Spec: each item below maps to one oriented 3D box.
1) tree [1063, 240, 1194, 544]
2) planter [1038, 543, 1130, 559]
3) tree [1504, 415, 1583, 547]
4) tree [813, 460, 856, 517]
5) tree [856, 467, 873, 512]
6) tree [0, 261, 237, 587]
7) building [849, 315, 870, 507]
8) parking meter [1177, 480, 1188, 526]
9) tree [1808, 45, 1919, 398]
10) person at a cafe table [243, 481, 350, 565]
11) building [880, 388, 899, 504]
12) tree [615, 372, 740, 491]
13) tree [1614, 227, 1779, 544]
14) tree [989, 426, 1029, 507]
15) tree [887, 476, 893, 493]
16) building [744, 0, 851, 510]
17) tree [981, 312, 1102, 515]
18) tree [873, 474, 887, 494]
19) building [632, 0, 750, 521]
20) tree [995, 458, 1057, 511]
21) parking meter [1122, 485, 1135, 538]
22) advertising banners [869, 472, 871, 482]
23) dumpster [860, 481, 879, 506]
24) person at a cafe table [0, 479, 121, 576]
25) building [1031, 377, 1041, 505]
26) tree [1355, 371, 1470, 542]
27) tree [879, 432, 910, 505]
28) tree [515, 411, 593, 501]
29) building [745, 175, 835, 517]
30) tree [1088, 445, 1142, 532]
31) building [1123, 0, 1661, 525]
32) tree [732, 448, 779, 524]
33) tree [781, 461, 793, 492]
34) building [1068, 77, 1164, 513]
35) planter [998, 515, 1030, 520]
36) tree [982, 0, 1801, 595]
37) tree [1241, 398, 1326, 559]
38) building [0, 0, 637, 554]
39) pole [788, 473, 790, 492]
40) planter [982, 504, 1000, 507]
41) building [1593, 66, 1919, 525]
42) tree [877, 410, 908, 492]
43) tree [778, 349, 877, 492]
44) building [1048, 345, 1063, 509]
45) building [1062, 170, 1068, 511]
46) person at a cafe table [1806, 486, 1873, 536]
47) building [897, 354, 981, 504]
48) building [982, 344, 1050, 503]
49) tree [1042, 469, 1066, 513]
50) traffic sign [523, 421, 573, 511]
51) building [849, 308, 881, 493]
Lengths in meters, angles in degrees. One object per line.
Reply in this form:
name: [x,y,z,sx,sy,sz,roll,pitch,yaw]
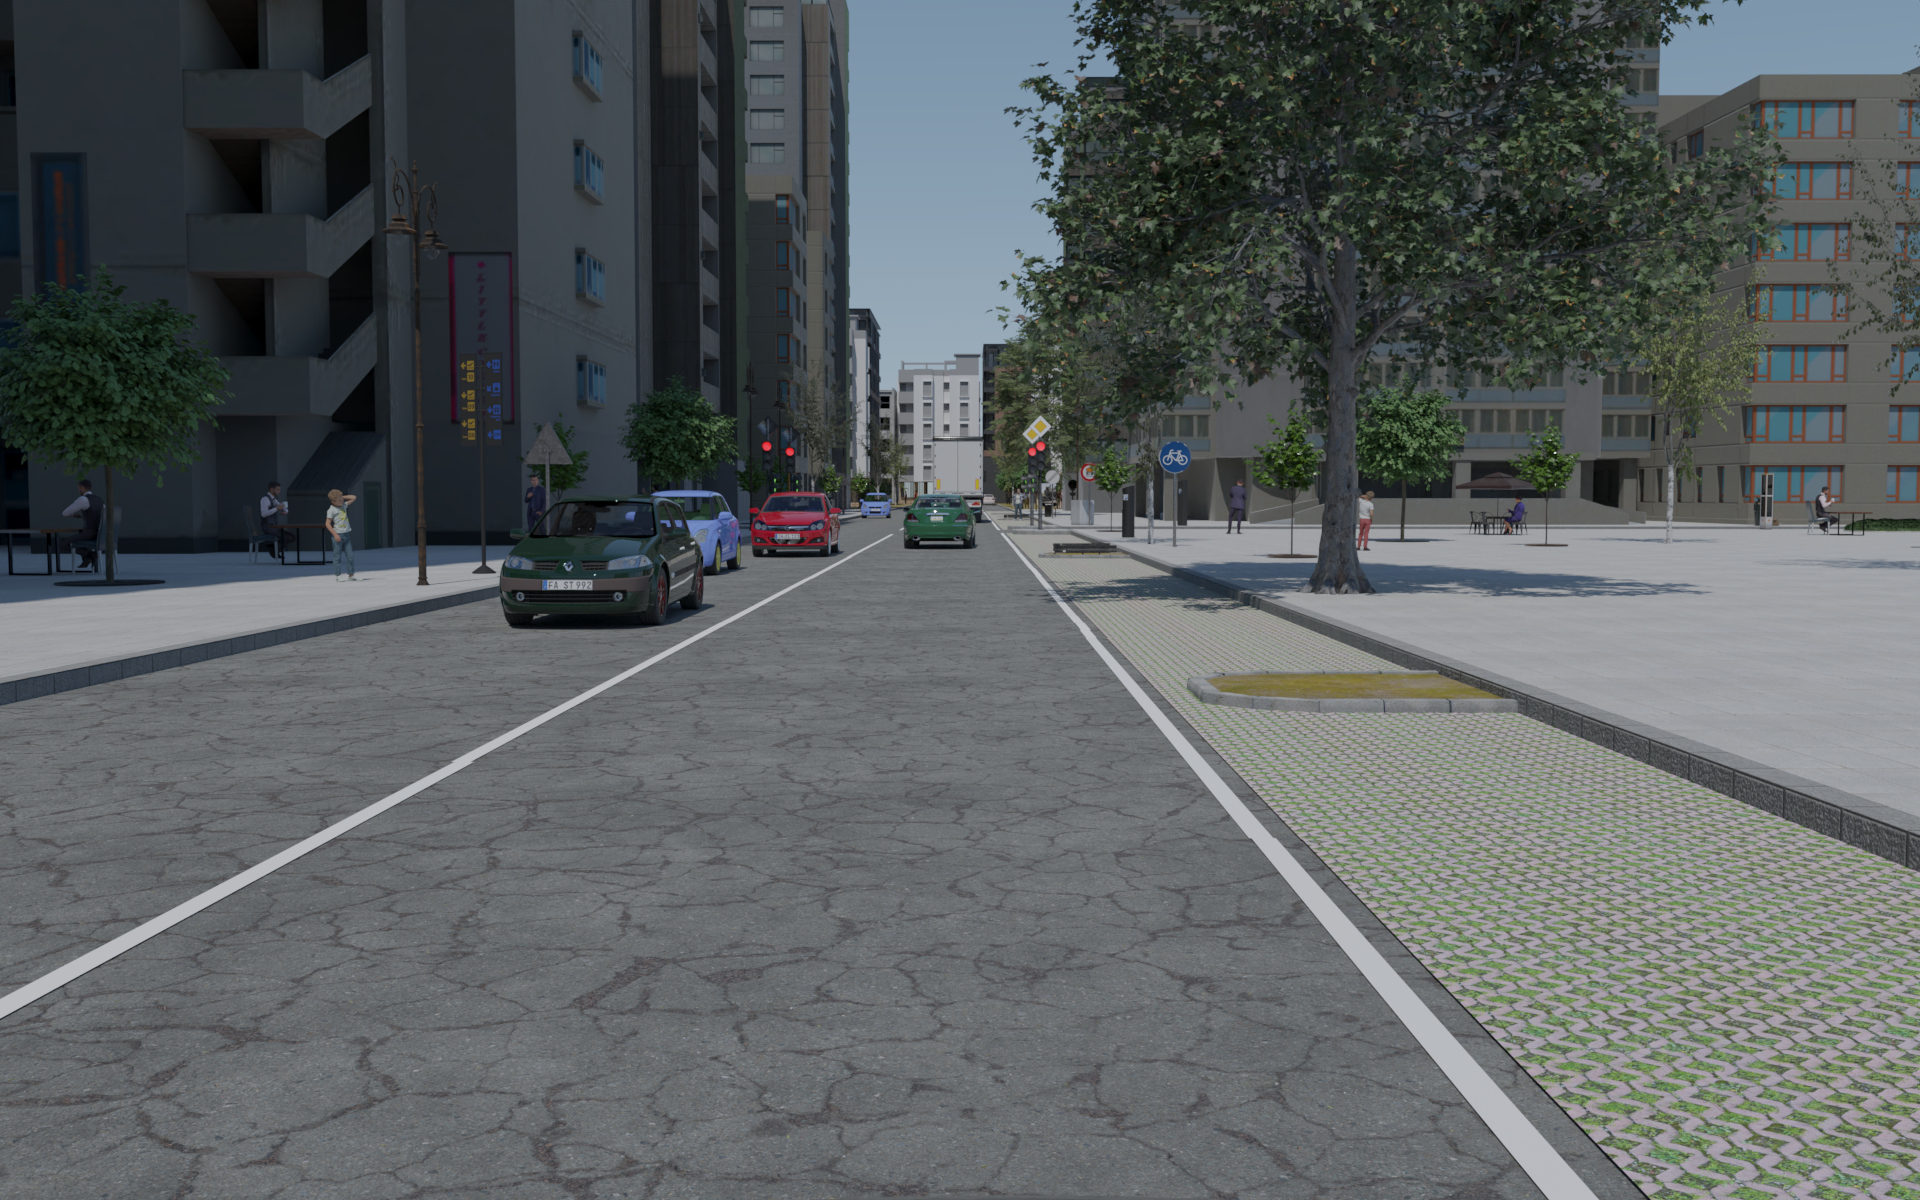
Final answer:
tree: [4.659,-5.739,44.193,4.360,8.622,3.978,0,3,0]
planter: [2.776,-1.105,39.199,1.991,0.319,1.994,0,4,0]
tree: [14.484,-2.924,42.415,1.663,3.219,1.824,0,3,0]
tree: [-7.284,-6.334,98.154,1.663,3.219,1.824,0,3,0]
tree: [-7.185,-7.805,122.212,1.663,3.219,1.824,0,3,0]
tree: [-12.077,-2.495,24.507,4.285,4.588,4.351,0,3,0]
building: [-17.363,-19.846,180.896,16.016,20.091,11.380,0,4,0]
parking meter: [8.970,-3.926,69.898,0.255,1.863,0.399,-2,4,-32]
tree: [16.231,-4.735,27.784,4.360,8.622,3.978,0,3,0]
person at a cafe table: [-12.198,-1.415,31.649,1.622,1.524,1.698,0,4,-6]
building: [-24.536,-22.897,240.831,31.486,18.905,16.747,0,4,0]
tree: [-7.670,-3.839,46.482,4.285,4.588,4.351,0,3,0]
tree: [18.558,-5.753,44.426,4.737,8.622,4.395,0,3,0]
tree: [5.220,-13.933,178.160,4.737,8.622,4.395,0,3,0]
tree: [-6.938,-10.108,159.867,1.663,3.219,1.824,0,3,0]
building: [-16.215,-27.758,137.444,14.154,41.232,14.086,0,4,0]
tree: [4.967,-11.363,103.918,7.486,12.596,7.792,0,3,0]
tree: [-7.804,-9.685,152.950,1.663,3.219,1.824,0,3,0]
building: [-17.524,-18.788,78.892,14.160,30.474,14.107,0,4,0]
tree: [5.592,-8.881,128.913,4.285,4.588,4.351,0,3,0]
parking meter: [4.960,-2.607,51.040,0.372,1.533,0.369,0,3,0]
advertising banners: [-6.900,-8.573,136.355,0.090,3.025,2.074,1,4,13]
dumpster: [-7.035,-7.988,133.093,1.502,2.255,1.985,0,3,0]
person at a cafe table: [-14.238,-1.173,27.695,1.622,1.524,1.698,1,4,13]
building: [16.812,-21.788,212.653,16.016,20.091,11.380,0,4,0]
tree: [11.901,-3.835,46.419,4.285,4.588,4.351,0,3,0]
tree: [-7.503,-15.311,200.689,4.737,8.622,4.395,0,3,0]
tree: [-9.312,-2.805,40.455,1.663,3.219,1.824,0,3,0]
building: [-22.826,-16.122,108.639,27.650,21.520,28.899,0,4,0]
tree: [5.057,-3.934,58.925,1.663,3.219,1.824,0,3,0]
building: [20.968,-24.163,86.953,23.993,40.220,32.217,0,4,0]
tree: [-8.928,-4.828,73.540,1.663,3.219,1.824,0,3,0]
tree: [-8.486,-5.196,79.558,1.663,3.219,1.824,0,3,0]
building: [15.417,-21.520,123.546,14.160,30.474,14.107,0,4,0]
planter: [3.047,-4.496,94.649,1.991,0.319,1.994,0,4,0]
tree: [5.030,-6.436,22.241,9.611,12.733,9.660,0,3,0]
tree: [6.734,-2.470,34.988,1.663,3.219,1.824,0,3,0]
building: [-21.338,-25.824,45.931,21.600,48.544,21.300,0,4,0]
pole: [-7.509,-5.050,76.408,0.158,3.312,0.155,0,3,0]
planter: [3.545,-10.877,198.981,1.991,0.319,1.994,0,4,0]
building: [47.404,-14.700,85.385,28.899,21.520,27.650,0,4,0]
tree: [-6.812,-12.161,149.195,4.360,8.622,3.978,0,3,0]
tree: [-7.265,-8.417,87.975,4.360,8.622,3.978,0,3,0]
building: [16.604,-19.030,167.566,16.016,20.091,11.380,0,4,0]
building: [15.083,-22.381,137.629,14.160,30.474,14.107,0,4,0]
person at a cafe table: [27.274,-2.779,53.955,1.622,1.524,1.698,1,4,10]
building: [-2.846,-23.435,239.578,11.380,20.091,16.016,0,4,0]
building: [19.530,-24.572,245.722,32.646,21.610,27.936,0,4,0]
tree: [6.353,-7.464,116.634,1.663,3.219,1.824,0,3,0]
traffic sign: [-7.310,-1.879,30.724,0.884,2.594,0.081,0,4,1]
building: [-26.108,-22.052,204.521,32.646,21.610,27.936,0,4,0]
